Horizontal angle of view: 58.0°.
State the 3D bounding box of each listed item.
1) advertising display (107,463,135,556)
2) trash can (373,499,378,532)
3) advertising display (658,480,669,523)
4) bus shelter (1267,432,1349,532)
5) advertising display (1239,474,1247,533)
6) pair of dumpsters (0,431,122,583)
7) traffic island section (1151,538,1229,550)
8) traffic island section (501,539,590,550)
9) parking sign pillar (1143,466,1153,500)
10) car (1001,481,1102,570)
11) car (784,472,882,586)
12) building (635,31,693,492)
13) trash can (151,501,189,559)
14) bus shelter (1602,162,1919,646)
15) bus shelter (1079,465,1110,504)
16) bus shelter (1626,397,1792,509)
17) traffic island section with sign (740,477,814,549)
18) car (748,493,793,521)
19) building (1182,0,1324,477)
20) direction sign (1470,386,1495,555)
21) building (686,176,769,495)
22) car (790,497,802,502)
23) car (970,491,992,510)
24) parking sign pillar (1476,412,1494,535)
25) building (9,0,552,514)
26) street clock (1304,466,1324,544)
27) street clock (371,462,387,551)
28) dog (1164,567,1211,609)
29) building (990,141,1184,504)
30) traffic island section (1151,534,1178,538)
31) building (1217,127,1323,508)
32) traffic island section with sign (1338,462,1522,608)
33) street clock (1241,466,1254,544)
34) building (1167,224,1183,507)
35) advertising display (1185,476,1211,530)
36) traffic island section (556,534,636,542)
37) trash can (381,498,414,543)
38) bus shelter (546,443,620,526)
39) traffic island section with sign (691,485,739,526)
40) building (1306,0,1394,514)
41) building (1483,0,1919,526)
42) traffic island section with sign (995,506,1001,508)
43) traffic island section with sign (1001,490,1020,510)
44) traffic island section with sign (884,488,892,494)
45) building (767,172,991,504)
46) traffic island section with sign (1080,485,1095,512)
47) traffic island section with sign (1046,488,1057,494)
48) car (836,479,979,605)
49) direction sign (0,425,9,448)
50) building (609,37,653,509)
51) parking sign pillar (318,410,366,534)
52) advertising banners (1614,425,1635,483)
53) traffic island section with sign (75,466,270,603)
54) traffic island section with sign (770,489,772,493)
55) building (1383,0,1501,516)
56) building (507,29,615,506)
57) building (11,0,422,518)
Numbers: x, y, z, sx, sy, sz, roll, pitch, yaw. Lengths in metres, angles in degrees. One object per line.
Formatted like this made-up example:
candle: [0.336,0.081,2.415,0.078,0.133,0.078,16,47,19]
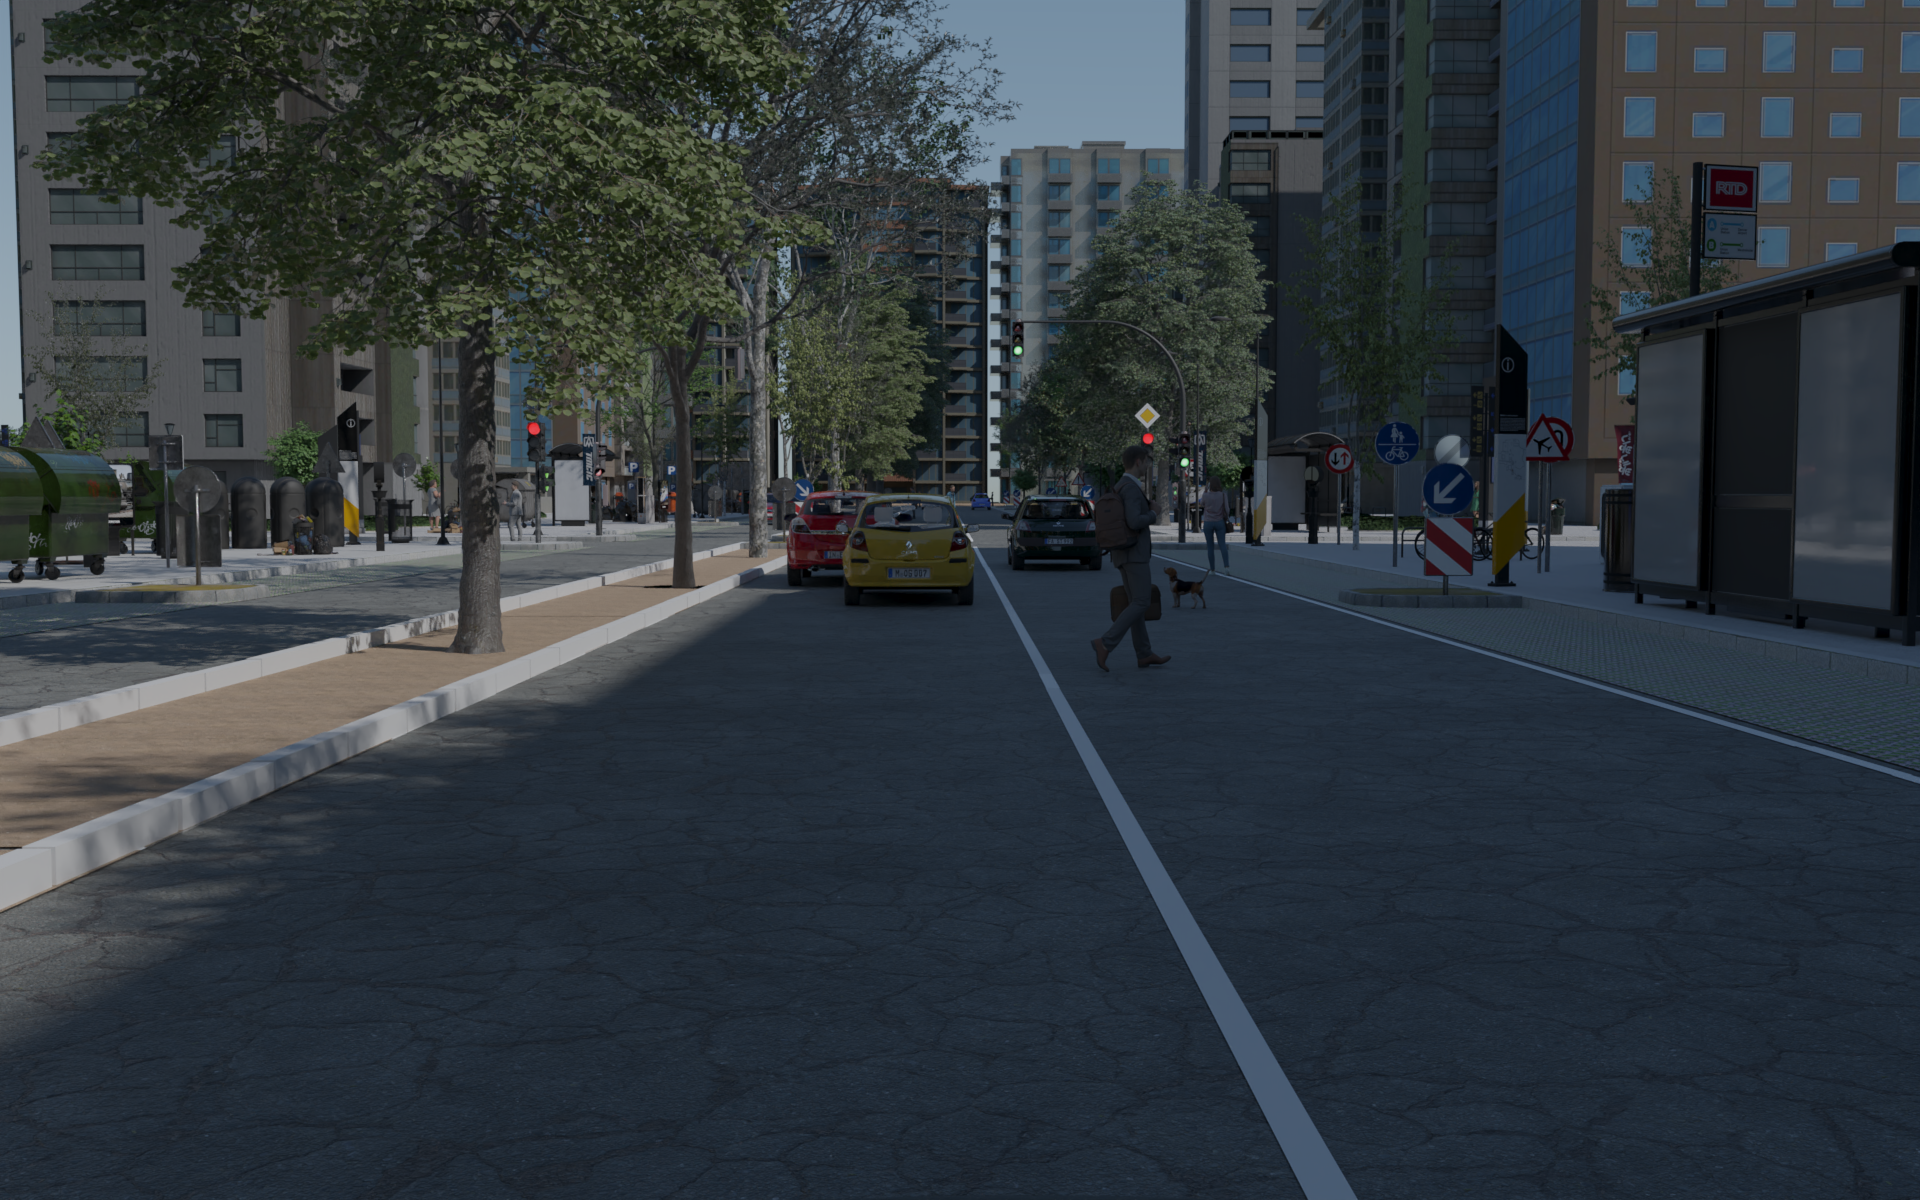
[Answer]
advertising display: [-17.573,-1.868,35.754,0.974,1.923,0.123,-2,4,-29]
trash can: [-18.507,-2.697,55.746,0.748,1.137,0.748,0,3,0]
advertising display: [-13.243,-4.407,77.263,0.123,1.923,0.974,1,4,12]
bus shelter: [11.684,-3.989,59.148,2.014,3.302,5.546,0,4,0]
advertising display: [9.354,-3.182,57.247,0.123,1.923,0.974,1,4,16]
pair of dumpsters: [-14.005,-1.392,25.257,1.574,2.255,4.437,0,4,0]
traffic island section: [5.854,-1.426,45.591,2.009,0.180,2.903,0,4,0]
traffic island section: [-11.087,-1.418,45.459,2.009,0.180,2.903,0,4,0]
parking sign pillar: [8.291,-5.400,76.760,1.447,3.967,1.447,0,4,4]
car: [1.821,-1.479,33.969,2.009,1.686,4.222,0,3,0]
car: [-1.862,-1.194,28.557,2.155,1.783,4.494,0,4,-2]
building: [-43.576,-34.153,178.002,30.456,49.044,23.786,0,4,0]
trash can: [-15.636,-1.391,34.393,0.748,1.137,0.748,0,3,0]
bus shelter: [8.719,-2.512,18.705,2.179,5.291,8.768,0,4,-1]
bus shelter: [8.586,-6.916,107.003,2.014,3.302,5.546,0,4,0]
bus shelter: [12.103,-1.971,26.145,2.014,3.302,5.546,0,4,0]
traffic island section with sign: [-4.707,-2.300,45.745,2.006,1.907,1.989,0,4,0]
car: [-8.838,-4.421,81.324,2.155,1.783,4.494,0,3,0]
building: [31.416,-37.857,160.957,21.231,58.520,28.212,0,4,0]
direction sign: [11.051,-2.719,36.454,0.876,3.537,0.379,-2,4,-31]
building: [-39.206,-35.540,235.700,28.867,44.769,22.147,0,4,0]
car: [-8.625,-5.211,94.232,2.155,1.783,4.494,0,4,-1]
car: [1.878,-8.885,154.866,1.945,1.707,3.694,0,4,-1]
parking sign pillar: [16.809,-4.007,53.979,1.447,3.967,1.447,-2,4,-29]
building: [-43.822,-25.880,115.020,32.217,40.220,23.993,0,4,0]
street clock: [9.070,-2.439,44.440,0.358,2.002,0.471,-3,5,-43]
street clock: [-13.027,-2.098,38.876,0.358,2.002,0.471,-1,4,-19]
dog: [2.850,-0.152,21.778,0.540,0.507,0.406,0,4,-1]
building: [19.308,-37.798,237.609,30.456,49.044,23.786,0,4,0]
traffic island section: [5.790,-1.914,53.576,2.009,0.180,2.903,0,4,0]
building: [27.749,-22.564,140.616,14.160,30.474,14.107,0,4,0]
traffic island section with sign: [6.035,-0.854,22.585,1.989,1.847,2.006,0,4,0]
street clock: [7.450,-2.447,44.572,0.471,2.002,0.358,1,4,9]
building: [28.625,-25.151,182.912,14.160,30.474,14.107,0,4,0]
advertising display: [8.487,-3.478,62.084,0.974,1.923,0.123,0,4,8]
traffic island section: [-11.151,-1.906,53.444,2.009,0.180,2.903,0,4,0]
trash can: [-14.618,-2.053,45.222,0.748,1.137,0.748,0,3,0]
bus shelter: [-15.478,-4.731,71.277,2.014,3.302,5.546,0,4,-1]
traffic island section with sign: [-11.021,-4.246,78.049,1.989,1.847,2.006,0,4,0]
building: [37.657,-25.915,115.583,32.217,40.220,23.993,0,4,0]
building: [31.840,-25.932,74.105,14.200,45.320,14.600,0,4,0]
traffic island section with sign: [4.754,-10.670,183.081,1.989,1.847,2.006,0,4,0]
traffic island section with sign: [4.972,-8.996,155.716,1.989,1.847,2.006,0,4,0]
traffic island section with sign: [-5.372,-7.349,128.288,2.006,1.907,1.989,0,4,0]
building: [-10.349,-35.620,237.019,28.867,44.769,22.147,0,4,0]
traffic island section with sign: [5.598,-4.254,78.173,1.989,1.847,2.006,0,4,0]
traffic island section with sign: [5.386,-5.902,105.128,1.989,1.847,2.006,0,4,0]
car: [-0.713,-0.827,23.740,2.015,1.641,3.980,0,4,-2]
direction sign: [-31.364,-3.954,56.648,0.876,3.537,0.379,2,4,26]
building: [-34.851,-28.503,149.623,14.154,41.232,14.086,0,4,0]
parking sign pillar: [-20.001,-4.126,55.938,1.447,3.967,1.447,0,4,-1]
advertising banners: [17.460,-2.888,43.406,2.074,3.025,0.090,2,4,26]
traffic island section with sign: [-10.590,-0.914,23.577,1.989,1.847,2.006,0,4,0]
traffic island section with sign: [-11.243,-5.931,105.593,1.989,1.847,2.006,0,4,0]
building: [29.207,-24.765,88.495,14.154,41.232,14.086,0,4,0]
building: [-35.395,-29.645,134.812,14.600,45.320,14.200,0,4,0]
building: [-35.940,-19.189,85.444,14.160,30.474,14.107,0,4,0]
